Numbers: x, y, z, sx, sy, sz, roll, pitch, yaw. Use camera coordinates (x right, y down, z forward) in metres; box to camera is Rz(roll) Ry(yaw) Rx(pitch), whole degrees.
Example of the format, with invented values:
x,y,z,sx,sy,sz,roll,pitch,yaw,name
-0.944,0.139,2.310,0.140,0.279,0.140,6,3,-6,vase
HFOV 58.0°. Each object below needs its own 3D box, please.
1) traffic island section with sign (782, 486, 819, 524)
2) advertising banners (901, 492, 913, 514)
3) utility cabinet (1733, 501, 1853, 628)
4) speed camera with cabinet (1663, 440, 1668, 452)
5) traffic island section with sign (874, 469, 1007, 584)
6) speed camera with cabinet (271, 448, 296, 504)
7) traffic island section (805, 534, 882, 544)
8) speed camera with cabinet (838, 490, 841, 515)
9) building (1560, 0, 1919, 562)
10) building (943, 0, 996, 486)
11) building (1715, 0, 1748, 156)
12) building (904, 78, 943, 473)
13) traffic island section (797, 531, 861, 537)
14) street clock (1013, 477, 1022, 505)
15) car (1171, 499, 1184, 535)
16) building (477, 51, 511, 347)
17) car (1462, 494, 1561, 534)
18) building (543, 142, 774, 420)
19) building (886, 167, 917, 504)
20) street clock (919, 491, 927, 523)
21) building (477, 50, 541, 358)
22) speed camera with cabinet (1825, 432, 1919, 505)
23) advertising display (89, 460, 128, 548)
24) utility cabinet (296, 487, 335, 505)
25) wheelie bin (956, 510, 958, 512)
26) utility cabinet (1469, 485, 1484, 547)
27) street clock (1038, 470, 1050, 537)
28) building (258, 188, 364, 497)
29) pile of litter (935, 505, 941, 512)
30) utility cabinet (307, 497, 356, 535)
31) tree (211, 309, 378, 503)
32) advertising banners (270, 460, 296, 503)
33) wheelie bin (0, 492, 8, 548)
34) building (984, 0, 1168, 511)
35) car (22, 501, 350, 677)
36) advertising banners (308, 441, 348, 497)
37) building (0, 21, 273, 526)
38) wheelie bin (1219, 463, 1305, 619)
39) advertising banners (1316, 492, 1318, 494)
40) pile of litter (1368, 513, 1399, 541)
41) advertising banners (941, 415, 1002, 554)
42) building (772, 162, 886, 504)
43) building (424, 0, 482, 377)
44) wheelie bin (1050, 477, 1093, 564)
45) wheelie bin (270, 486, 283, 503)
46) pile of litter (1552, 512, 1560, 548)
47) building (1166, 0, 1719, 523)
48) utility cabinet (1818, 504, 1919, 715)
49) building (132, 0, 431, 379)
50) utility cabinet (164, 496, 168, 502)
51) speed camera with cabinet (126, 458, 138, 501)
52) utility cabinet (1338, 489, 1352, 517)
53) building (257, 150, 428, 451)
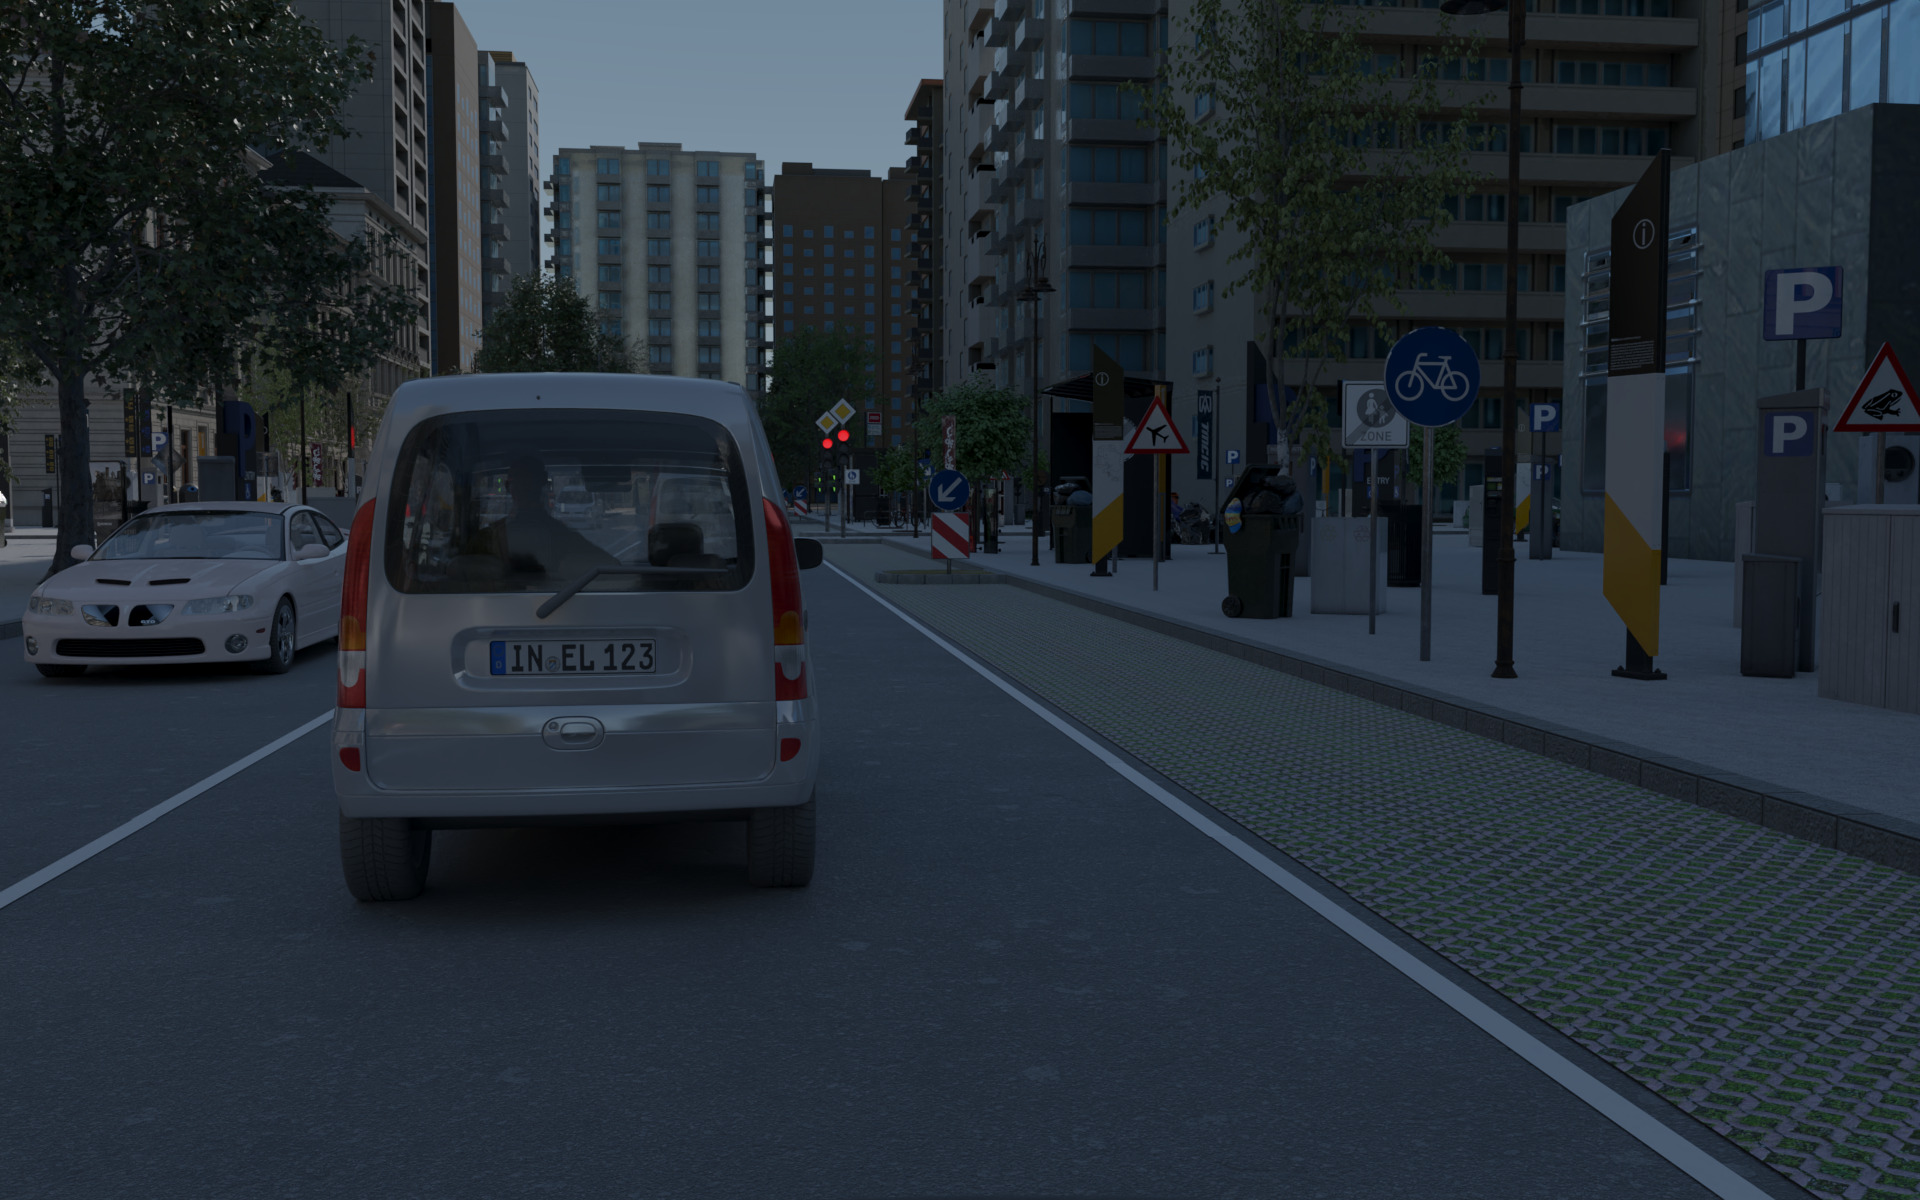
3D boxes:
x,y,z,sx,sy,sz,roll,pitch,yaw,name
-7.854,-4.592,83.712,1.989,1.847,2.006,0,4,-8,traffic island section with sign
-3.599,-7.097,112.223,2.074,3.025,0.090,3,4,37,advertising banners
7.960,-0.331,16.577,1.020,1.237,0.306,0,4,-6,utility cabinet
21.911,-3.622,53.563,0.660,3.252,2.038,2,4,27,speed camera with cabinet
-0.371,-1.200,28.242,1.989,1.847,2.006,0,4,-8,traffic island section with sign
-27.489,-4.709,71.334,2.038,3.252,0.660,2,4,33,speed camera with cabinet
-3.405,-1.745,50.815,2.009,0.180,2.903,0,4,-8,traffic island section
-7.380,-7.006,108.879,0.660,3.252,2.038,0,4,-4,speed camera with cabinet
26.734,-43.434,22.815,22.319,86.520,31.000,0,4,-8,building
13.411,-34.581,154.646,28.713,52.752,27.495,0,4,-8,building
50.521,-39.728,87.802,20.611,71.187,20.563,0,4,-8,building
5.743,-32.314,182.961,22.147,44.769,28.867,0,4,-8,building
-4.472,-2.229,58.729,2.009,0.180,2.903,0,4,-8,traffic island section
2.467,-4.256,74.157,0.358,2.002,0.471,2,4,25,street clock
5.334,-2.620,55.423,3.894,1.354,1.945,-1,4,-8,car
-62.032,-34.068,176.622,30.456,49.044,23.786,0,4,-8,building
19.466,-2.854,58.454,4.920,1.459,2.131,0,4,-8,car
-41.060,-37.857,238.564,30.456,49.044,23.786,0,4,-8,building
-4.178,-36.117,240.618,14.200,45.320,14.600,0,4,-8,building
-1.633,-4.450,77.323,0.358,2.002,0.471,0,4,-5,street clock
-70.936,-42.237,232.568,28.212,58.520,21.231,0,4,-8,building
13.232,-1.940,26.050,2.038,3.252,0.660,0,4,8,speed camera with cabinet
-16.330,-1.705,33.087,0.974,1.923,0.123,1,4,19,advertising display
-21.045,-2.931,56.608,1.173,1.500,0.318,-2,4,-30,utility cabinet
-0.011,-5.035,90.233,0.693,1.594,0.980,-1,4,-23,wheelie bin
12.652,-2.024,41.774,0.318,1.500,1.173,0,4,-7,utility cabinet
2.438,-2.894,51.888,0.471,2.002,0.358,2,4,27,street clock
-40.961,-14.315,98.677,10.561,19.102,19.286,0,4,-8,building
-0.745,-4.183,82.355,1.176,0.858,1.719,2,4,34,pile of litter
-13.526,-1.594,37.224,1.020,1.237,0.306,-2,4,-34,utility cabinet
-24.395,-6.840,62.196,4.737,8.622,4.395,0,3,0,tree
-33.073,-5.444,85.199,2.074,3.025,0.090,-1,4,-22,advertising banners
-23.022,-2.021,40.955,0.693,1.594,0.980,0,4,-2,wheelie bin
13.693,-30.047,110.879,23.786,49.044,30.456,0,4,-8,building
-6.454,-0.170,15.147,2.083,1.381,4.827,0,4,-7,car
-21.023,-3.809,58.471,0.090,3.025,2.074,3,4,38,advertising banners
-39.477,-14.778,77.783,11.583,22.565,21.152,0,4,-8,building
3.163,-0.618,18.017,0.693,1.594,0.980,3,5,40,wheelie bin
13.861,-4.643,72.105,2.074,3.025,0.090,2,4,26,advertising banners
9.876,-1.603,40.178,1.176,0.858,1.719,3,5,43,pile of litter
0.222,-2.544,37.776,0.090,3.025,2.074,-3,4,-37,advertising banners
-18.321,-35.903,237.128,14.200,45.320,14.600,0,4,-8,building
-51.120,-30.917,155.605,14.600,45.320,14.200,0,4,-8,building
2.110,-1.471,31.963,0.980,1.594,0.693,3,5,45,wheelie bin
-26.391,-3.589,66.581,0.693,1.594,0.980,-2,4,-31,wheelie bin
14.595,-1.691,41.618,1.176,0.858,1.719,0,4,3,pile of litter
21.586,-28.231,85.279,21.600,48.544,21.300,0,4,-8,building
5.639,0.043,10.455,0.306,1.237,1.020,-1,4,-9,utility cabinet
-51.374,-42.752,137.252,20.563,71.187,20.611,0,4,-8,building
-27.513,-2.956,59.495,0.306,1.237,1.020,1,4,19,utility cabinet
-33.299,-4.495,67.829,2.038,3.252,0.660,0,4,0,speed camera with cabinet
16.175,-3.911,72.624,0.318,1.500,1.173,2,4,26,utility cabinet
-43.447,-17.681,117.964,11.050,23.489,19.941,0,4,-8,building
